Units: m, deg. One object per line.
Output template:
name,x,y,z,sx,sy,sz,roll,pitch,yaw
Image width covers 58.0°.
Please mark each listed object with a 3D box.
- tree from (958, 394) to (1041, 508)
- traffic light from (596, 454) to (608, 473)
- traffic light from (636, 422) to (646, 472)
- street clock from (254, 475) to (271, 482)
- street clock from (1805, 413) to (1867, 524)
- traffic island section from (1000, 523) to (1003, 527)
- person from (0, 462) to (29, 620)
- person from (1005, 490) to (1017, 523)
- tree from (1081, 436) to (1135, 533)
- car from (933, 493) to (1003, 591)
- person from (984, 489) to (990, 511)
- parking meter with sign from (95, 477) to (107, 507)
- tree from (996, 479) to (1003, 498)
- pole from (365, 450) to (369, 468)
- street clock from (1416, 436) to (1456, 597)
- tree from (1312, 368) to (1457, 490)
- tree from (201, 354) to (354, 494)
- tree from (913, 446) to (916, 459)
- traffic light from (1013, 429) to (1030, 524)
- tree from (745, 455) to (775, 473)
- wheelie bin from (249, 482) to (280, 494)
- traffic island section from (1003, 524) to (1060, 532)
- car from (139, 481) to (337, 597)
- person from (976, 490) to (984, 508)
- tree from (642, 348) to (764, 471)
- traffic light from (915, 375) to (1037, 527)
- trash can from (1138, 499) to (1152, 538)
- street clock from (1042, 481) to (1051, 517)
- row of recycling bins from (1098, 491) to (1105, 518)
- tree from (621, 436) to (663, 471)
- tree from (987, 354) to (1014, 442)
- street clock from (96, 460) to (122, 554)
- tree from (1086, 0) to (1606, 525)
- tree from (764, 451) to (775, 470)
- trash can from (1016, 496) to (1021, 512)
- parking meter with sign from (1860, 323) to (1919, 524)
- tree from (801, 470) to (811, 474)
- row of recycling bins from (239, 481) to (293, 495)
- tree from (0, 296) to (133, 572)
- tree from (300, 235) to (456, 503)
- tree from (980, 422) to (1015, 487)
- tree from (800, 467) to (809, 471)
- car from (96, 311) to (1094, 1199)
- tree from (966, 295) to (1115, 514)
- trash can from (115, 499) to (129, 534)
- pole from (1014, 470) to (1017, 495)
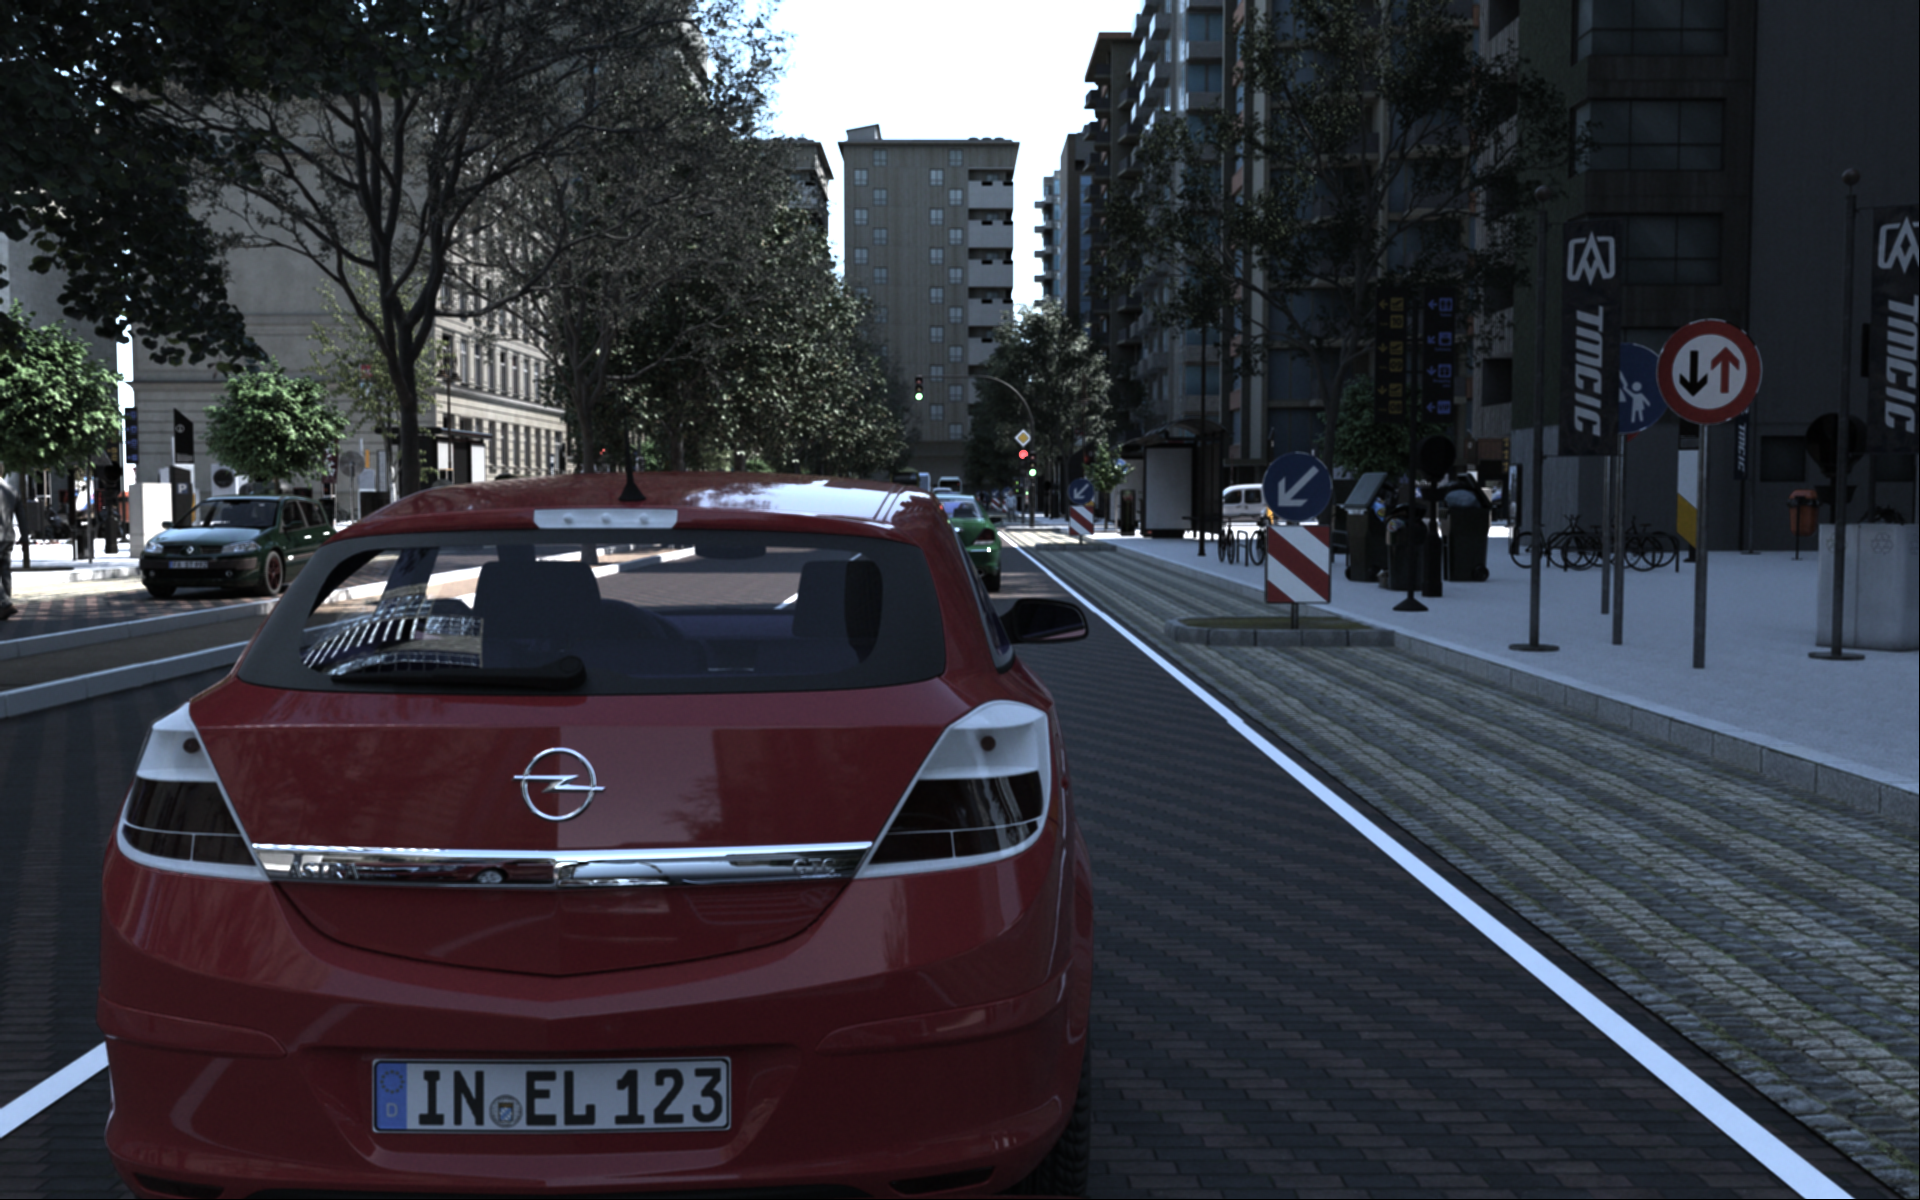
tree,4.343,-14.980,161.937,9.611,12.733,9.660,0,3,0
traffic light,-13.715,-4.744,66.489,0.839,4.253,0.868,0,4,0
traffic light,-11.668,-6.107,74.520,4.771,5.953,1.251,0,4,0
street clock,-19.613,-2.705,48.800,0.471,2.002,0.358,-1,4,-13
street clock,7.854,-0.672,15.558,0.358,2.002,0.471,-3,5,-41
traffic island section,2.742,-3.206,74.694,2.009,0.180,2.903,0,4,0
person,-11.071,-0.688,19.868,0.853,1.813,0.709,1,4,20
person,2.390,-4.345,81.348,0.589,1.601,0.330,1,4,14
tree,4.727,-3.850,57.552,1.663,3.219,1.824,0,3,0
car,-0.358,-0.936,27.095,2.131,1.459,4.920,0,4,-2
person,2.095,-7.629,133.409,0.419,1.800,0.721,2,4,28
parking meter with sign,-73.467,-9.279,147.964,0.543,3.016,1.738,-3,5,-40
tree,4.187,-14.998,195.583,4.737,8.622,4.395,0,3,0
pole,-27.354,-5.269,79.984,0.158,3.312,0.155,0,3,0
street clock,5.898,-1.040,21.582,0.471,2.002,0.358,-1,4,-9
tree,10.407,-3.598,42.537,4.285,4.588,4.351,0,3,0
tree,-16.013,-3.476,40.551,4.285,4.588,4.351,0,3,0
tree,-7.976,-12.444,122.927,9.611,12.733,9.660,0,3,0
traffic light,2.702,-5.239,74.580,0.839,4.253,0.868,0,4,0
tree,-16.709,-9.633,141.205,4.285,4.588,4.351,0,3,0
wheelie bin,-18.144,-2.287,45.292,0.980,1.594,0.693,-1,4,-22
traffic island section,2.786,-2.717,66.709,2.009,0.180,2.903,0,4,0
car,-10.457,-0.956,25.417,2.009,1.686,4.222,0,4,-1
person,2.193,-10.007,172.129,1.348,1.822,0.705,-1,4,-8
tree,-17.296,-11.885,112.449,7.486,12.596,7.792,0,3,0
traffic light,0.654,-5.613,66.442,4.771,5.953,1.251,0,4,0
trash can,5.639,-2.422,51.246,0.748,1.137,0.748,0,3,0
street clock,4.768,-5.542,95.174,0.471,2.002,0.358,-1,4,-22
row of recycling bins,8.881,-5.291,93.617,3.534,1.692,1.069,-3,4,-38
tree,-16.793,-6.729,93.740,4.285,4.588,4.351,0,3,0
tree,5.214,-9.034,82.114,8.767,10.594,7.601,1,4,11
street clock,-18.198,-1.989,37.087,0.358,2.002,0.471,1,4,22
tree,6.054,-5.775,28.827,8.767,10.594,7.601,1,4,14
tree,-16.546,-14.158,149.618,7.486,12.596,7.792,0,3,0
trash can,4.461,-7.041,126.768,0.748,1.137,0.748,0,3,0
parking meter with sign,9.947,-1.282,17.230,0.543,3.016,1.738,-3,5,-41
tree,-16.469,-12.955,195.521,4.285,4.588,4.351,0,3,0
row of recycling bins,-23.102,-3.085,57.545,1.069,1.692,3.534,-3,4,-39
tree,-15.760,-2.772,29.041,4.285,4.588,4.351,0,3,0
tree,-15.914,-5.979,48.114,4.737,8.622,4.395,0,3,0
tree,4.894,-16.242,183.677,7.486,12.596,7.792,0,3,0
tree,-16.289,-13.463,170.477,4.737,8.622,4.395,0,3,0
car,-0.671,0.257,4.841,2.155,1.783,4.494,0,4,-1
tree,5.707,-12.455,110.302,9.857,13.997,8.962,0,3,0
trash can,-26.520,-2.663,55.195,0.748,1.137,0.748,0,3,0
pole,4.693,-9.294,145.803,0.158,3.312,0.155,0,3,0
